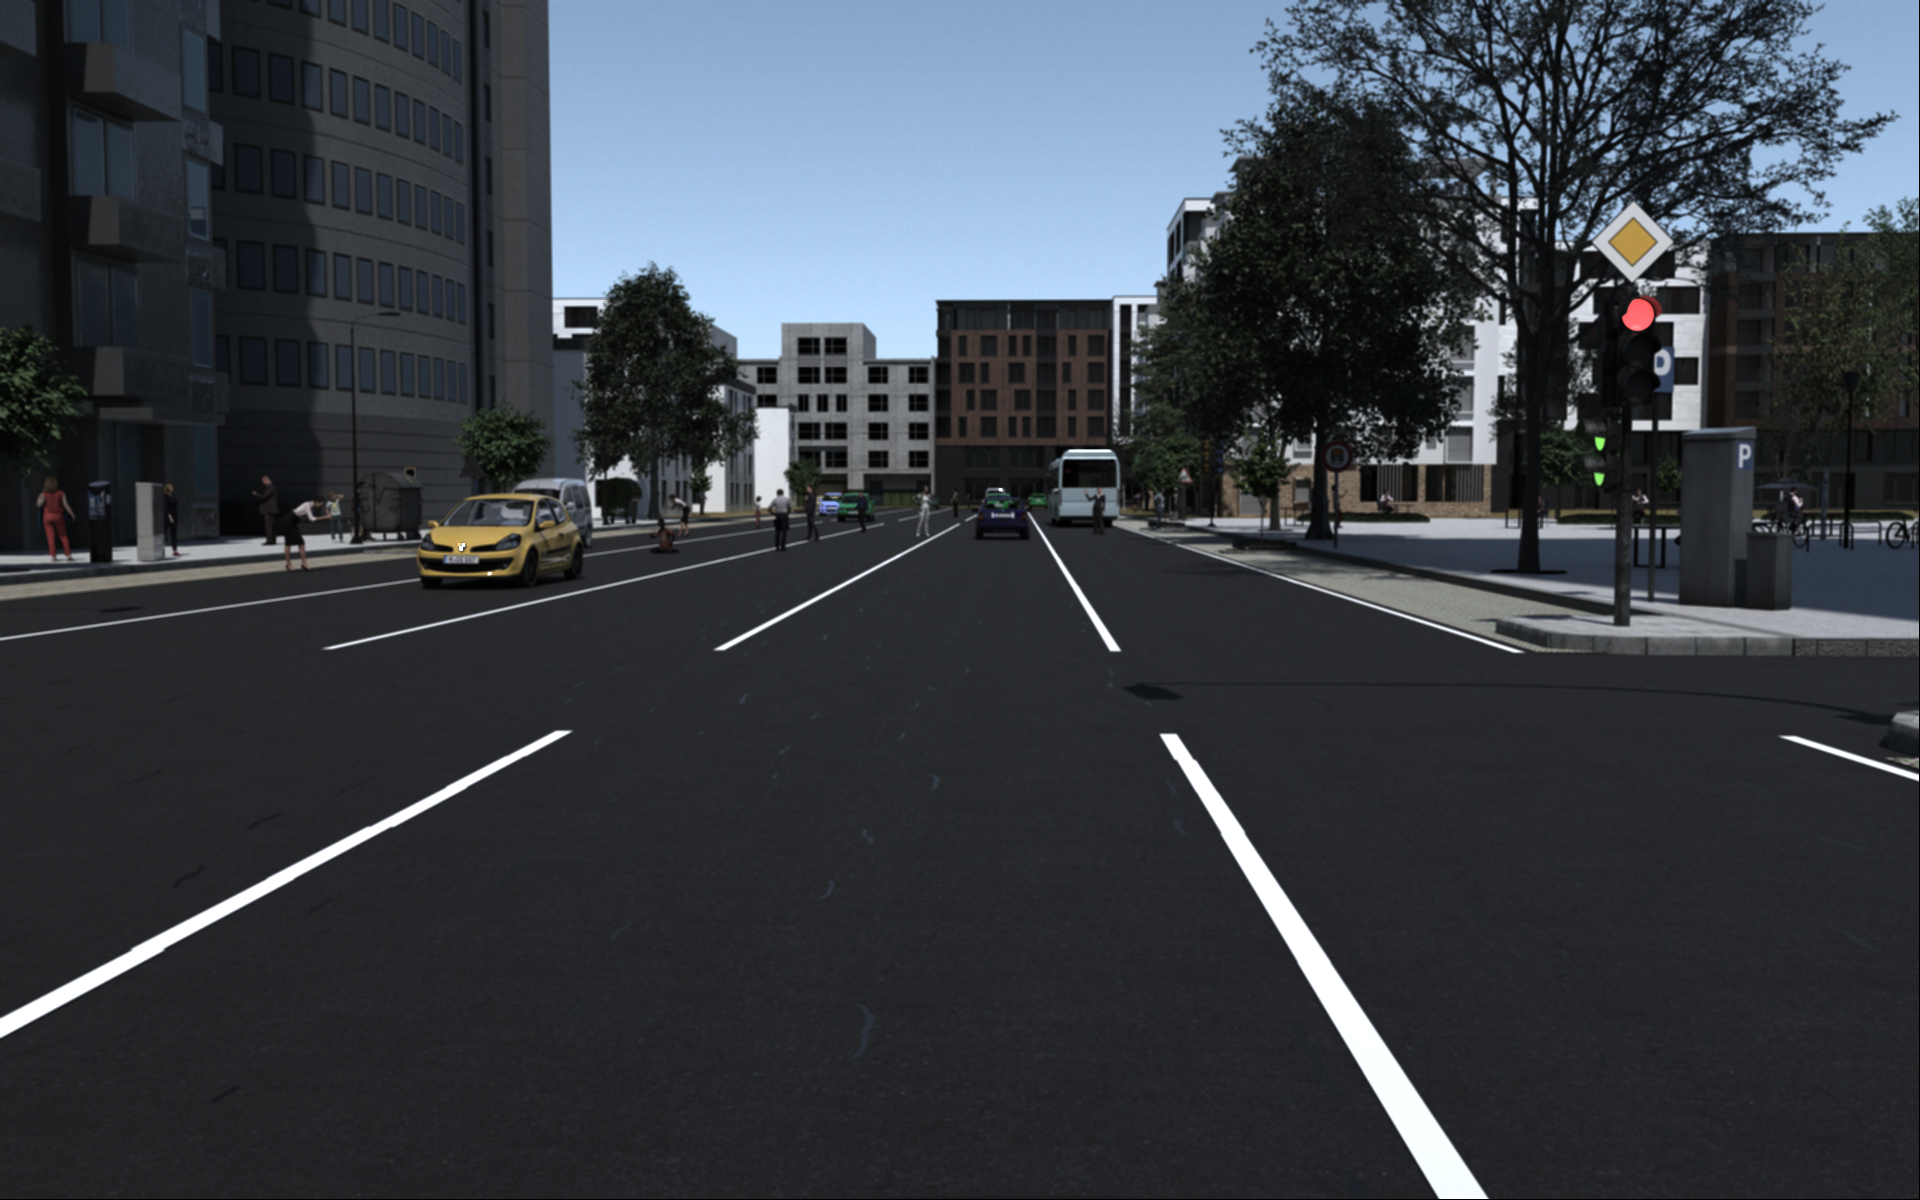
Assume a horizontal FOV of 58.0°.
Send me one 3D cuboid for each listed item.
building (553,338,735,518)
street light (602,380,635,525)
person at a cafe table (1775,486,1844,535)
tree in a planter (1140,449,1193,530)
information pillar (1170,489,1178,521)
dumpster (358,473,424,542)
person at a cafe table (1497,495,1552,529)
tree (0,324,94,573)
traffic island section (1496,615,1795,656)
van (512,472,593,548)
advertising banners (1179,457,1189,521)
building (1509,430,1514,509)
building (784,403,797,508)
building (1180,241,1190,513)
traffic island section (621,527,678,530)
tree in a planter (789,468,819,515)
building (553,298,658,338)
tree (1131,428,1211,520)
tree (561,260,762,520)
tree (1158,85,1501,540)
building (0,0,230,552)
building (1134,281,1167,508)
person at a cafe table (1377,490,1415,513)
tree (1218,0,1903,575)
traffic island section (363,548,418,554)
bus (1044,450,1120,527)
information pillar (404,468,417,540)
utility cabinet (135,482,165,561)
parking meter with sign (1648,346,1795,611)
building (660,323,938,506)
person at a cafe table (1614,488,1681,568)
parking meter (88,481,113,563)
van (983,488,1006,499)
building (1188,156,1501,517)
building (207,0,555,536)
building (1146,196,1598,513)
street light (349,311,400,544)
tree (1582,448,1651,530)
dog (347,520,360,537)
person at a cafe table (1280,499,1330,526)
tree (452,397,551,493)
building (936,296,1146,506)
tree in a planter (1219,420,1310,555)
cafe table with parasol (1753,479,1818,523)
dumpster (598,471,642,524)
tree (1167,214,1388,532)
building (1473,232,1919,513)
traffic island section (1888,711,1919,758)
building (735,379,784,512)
[{"bbox_3d":[-20.998,-10.104,107.355,9.099,9.664,28.070,0,4,2],"label":"building"},{"bbox_3d":[-13.989,-6.017,70.923,1.470,5.913,1.316,0,4,2],"label":"street light"},{"bbox_3d":[26.067,-2.761,53.655,1.622,1.524,1.698,-1,4,-20],"label":"person at a cafe table"},{"bbox_3d":[8.151,-4.372,68.697,1.991,3.239,1.994,0,4,2],"label":"tree in a planter"},{"bbox_3d":[10.115,-4.732,81.858,0.304,2.012,0.304,2,4,31],"label":"information pillar"},{"bbox_3d":[-15.555,-2.542,47.313,1.264,1.857,1.865,0,4,2],"label":"dumpster"},{"bbox_3d":[21.434,-3.313,65.027,1.726,1.238,1.698,-2,4,-33],"label":"person at a cafe table"},{"bbox_3d":[-16.082,-2.730,28.351,4.285,4.588,4.351,0,3,0],"label":"tree"},{"bbox_3d":[6.458,0.333,16.844,2.009,0.180,2.903,0,4,2],"label":"traffic island section"},{"bbox_3d":[-10.730,-2.296,44.554,2.013,2.044,4.112,0,4,4],"label":"van"},{"bbox_3d":[10.701,-5.283,82.561,0.090,3.025,2.074,0,4,-3],"label":"advertising banners"},{"bbox_3d":[42.273,-18.332,156.142,11.380,20.091,16.016,0,4,2],"label":"building"},{"bbox_3d":[-29.700,-13.414,161.470,28.070,9.664,9.099,0,4,2],"label":"building"},{"bbox_3d":[22.768,-15.753,113.980,16.016,20.091,11.380,0,4,2],"label":"building"},{"bbox_3d":[-12.315,-2.827,69.081,1.991,0.108,1.994,0,4,2],"label":"traffic island section"},{"bbox_3d":[-10.667,-7.459,119.170,1.991,3.239,1.994,0,4,2],"label":"tree in a planter"},{"bbox_3d":[-50.268,-21.461,194.860,32.646,21.610,27.936,0,4,2],"label":"building"},{"bbox_3d":[10.840,-6.269,86.215,4.285,4.588,4.351,0,3,0],"label":"tree"},{"bbox_3d":[-15.080,-10.303,85.458,9.611,12.733,9.660,0,3,0],"label":"tree"},{"bbox_3d":[10.231,-8.055,48.702,9.611,12.733,9.660,0,3,0],"label":"tree"},{"bbox_3d":[-30.729,-25.378,34.540,23.786,49.044,30.456,0,4,2],"label":"building"},{"bbox_3d":[24.175,-18.507,159.016,16.016,20.091,11.380,0,4,2],"label":"building"},{"bbox_3d":[22.327,-4.962,89.638,1.698,1.524,1.622,-3,4,-37],"label":"person at a cafe table"},{"bbox_3d":[9.256,-7.165,27.522,12.009,13.543,11.850,0,3,0],"label":"tree"},{"bbox_3d":[-13.190,-1.180,42.151,1.991,0.108,1.994,0,4,2],"label":"traffic island section"},{"bbox_3d":[5.540,-5.179,79.544,2.948,3.499,13.247,0,4,1],"label":"bus"},{"bbox_3d":[-15.485,-2.715,48.876,0.304,2.012,0.304,-1,4,-13],"label":"information pillar"},{"bbox_3d":[-15.501,-1.499,33.192,0.318,1.500,1.173,-1,4,-16],"label":"utility cabinet"},{"bbox_3d":[8.641,-1.438,19.766,0.543,3.016,1.738,-2,4,-32],"label":"parking meter with sign"},{"bbox_3d":[-18.158,-19.648,187.705,31.486,18.905,16.747,0,4,2],"label":"building"},{"bbox_3d":[12.652,-1.322,30.138,1.698,1.524,1.622,-1,4,-16],"label":"person at a cafe table"},{"bbox_3d":[-16.032,-1.461,32.293,0.372,1.533,0.369,0,3,0],"label":"parking meter"},{"bbox_3d":[2.620,-7.185,124.491,2.013,2.044,4.112,0,4,4],"label":"van"},{"bbox_3d":[22.339,-15.059,102.629,16.016,20.091,11.380,0,4,2],"label":"building"},{"bbox_3d":[-29.361,-31.896,63.501,21.231,58.520,28.212,0,4,2],"label":"building"},{"bbox_3d":[29.948,-17.842,135.684,27.936,21.610,32.646,0,4,2],"label":"building"},{"bbox_3d":[-14.905,-4.378,44.120,1.470,5.913,1.316,0,4,2],"label":"street light"},{"bbox_3d":[23.821,-4.186,63.045,1.663,3.219,1.824,0,3,0],"label":"tree"},{"bbox_3d":[-18.246,-2.180,52.480,0.406,0.507,0.540,1,4,9],"label":"dog"},{"bbox_3d":[14.013,-3.608,69.850,1.726,1.238,1.698,-1,4,-10],"label":"person at a cafe table"},{"bbox_3d":[-15.551,-4.589,58.737,4.285,4.588,4.351,0,3,0],"label":"tree"},{"bbox_3d":[14.090,-21.329,192.707,32.646,21.610,27.936,0,4,2],"label":"building"},{"bbox_3d":[7.272,-2.716,41.625,1.991,3.239,1.994,0,4,2],"label":"tree in a planter"},{"bbox_3d":[36.759,-4.423,77.183,2.610,1.966,2.610,3,5,42],"label":"cafe table with parasol"},{"bbox_3d":[-14.530,-4.371,73.966,1.502,2.255,1.985,0,4,2],"label":"dumpster"},{"bbox_3d":[11.024,-8.187,59.615,9.928,11.665,9.643,0,3,0],"label":"tree"},{"bbox_3d":[64.086,-18.694,149.623,32.646,21.610,27.936,0,4,2],"label":"building"},{"bbox_3d":[6.198,0.821,8.863,2.009,0.180,2.903,0,4,2],"label":"traffic island section"},{"bbox_3d":[-20.486,-11.840,135.731,9.099,9.664,28.070,0,4,2],"label":"building"}]
